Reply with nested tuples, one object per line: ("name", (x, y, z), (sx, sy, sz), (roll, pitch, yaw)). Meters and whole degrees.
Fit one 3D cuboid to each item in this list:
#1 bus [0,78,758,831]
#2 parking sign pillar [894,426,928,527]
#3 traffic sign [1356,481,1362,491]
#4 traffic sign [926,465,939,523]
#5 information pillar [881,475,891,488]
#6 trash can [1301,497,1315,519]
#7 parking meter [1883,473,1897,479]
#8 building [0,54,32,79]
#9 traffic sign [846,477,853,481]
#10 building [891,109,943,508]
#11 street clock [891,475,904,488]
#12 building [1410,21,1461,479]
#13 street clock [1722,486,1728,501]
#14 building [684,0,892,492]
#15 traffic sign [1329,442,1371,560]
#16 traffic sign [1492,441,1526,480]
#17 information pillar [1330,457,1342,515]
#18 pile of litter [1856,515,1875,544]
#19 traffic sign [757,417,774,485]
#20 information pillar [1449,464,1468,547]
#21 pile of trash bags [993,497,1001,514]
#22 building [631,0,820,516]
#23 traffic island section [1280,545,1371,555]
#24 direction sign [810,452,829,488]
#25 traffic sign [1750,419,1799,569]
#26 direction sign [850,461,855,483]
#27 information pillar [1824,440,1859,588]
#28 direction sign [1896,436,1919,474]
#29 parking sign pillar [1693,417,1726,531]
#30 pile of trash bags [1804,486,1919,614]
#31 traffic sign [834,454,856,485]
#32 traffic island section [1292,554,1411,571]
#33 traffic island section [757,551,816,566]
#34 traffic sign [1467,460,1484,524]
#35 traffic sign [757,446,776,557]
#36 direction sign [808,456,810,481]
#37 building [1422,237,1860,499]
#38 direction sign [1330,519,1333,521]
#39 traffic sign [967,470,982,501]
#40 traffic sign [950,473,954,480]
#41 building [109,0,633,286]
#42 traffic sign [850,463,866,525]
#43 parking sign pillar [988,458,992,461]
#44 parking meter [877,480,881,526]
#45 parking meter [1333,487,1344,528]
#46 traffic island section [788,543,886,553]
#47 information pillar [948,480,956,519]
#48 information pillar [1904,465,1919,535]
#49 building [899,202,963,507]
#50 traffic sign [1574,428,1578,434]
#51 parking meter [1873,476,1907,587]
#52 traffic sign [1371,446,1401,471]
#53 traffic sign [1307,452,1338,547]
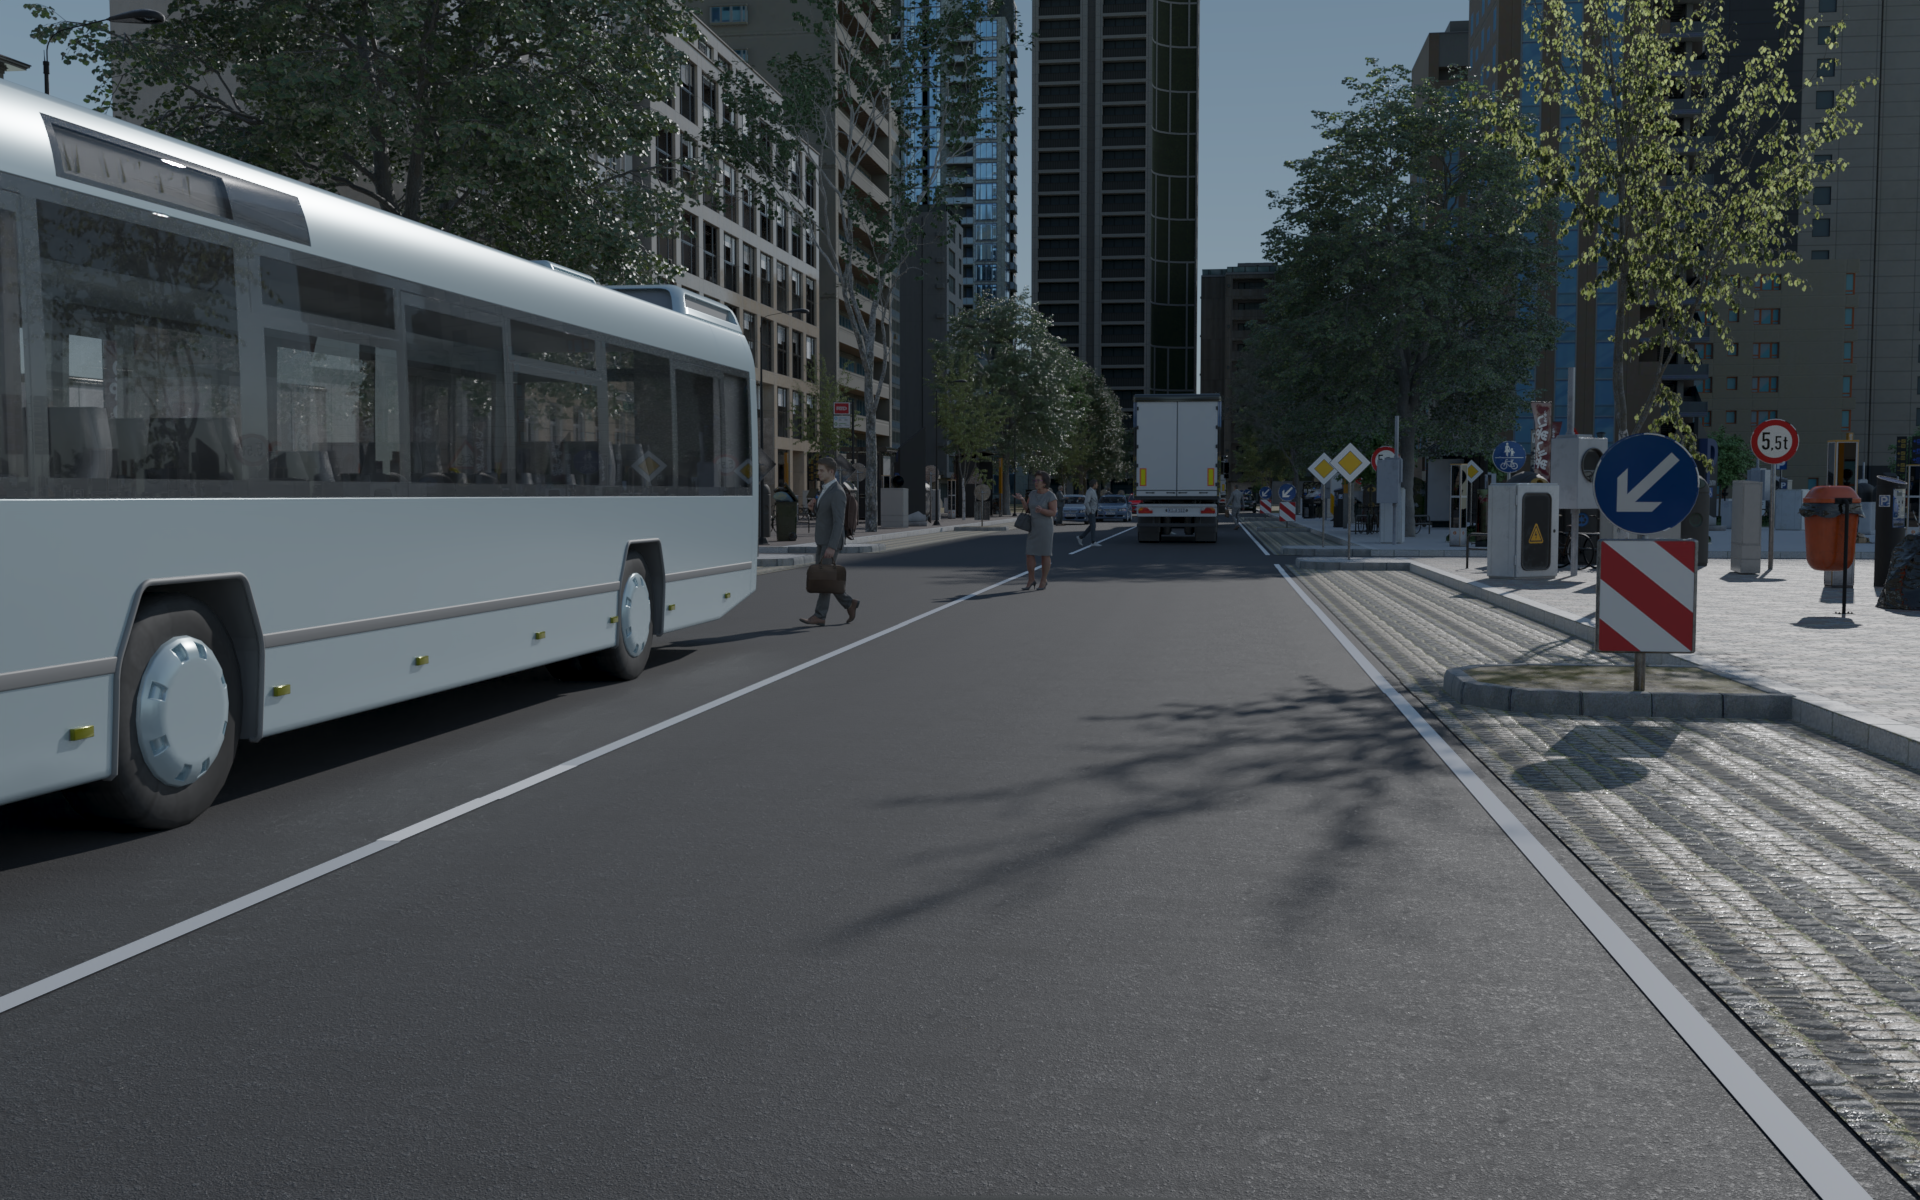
("bus", (-4.130, -0.944, 10.300), (2.948, 3.499, 13.247), (0, 4, 8))
("parking sign pillar", (-1.992, -4.916, 68.849), (1.447, 3.967, 1.447), (-3, 5, -40))
("traffic sign", (21.407, -5.645, 92.400), (0.768, 2.556, 0.104), (1, 4, 15))
("traffic sign", (-1.295, -4.653, 76.185), (0.768, 2.556, 0.104), (1, 4, 13))
("information pillar", (-2.877, -3.843, 67.329), (0.304, 2.012, 0.304), (-1, 4, -14))
("trash can", (18.121, -4.803, 90.187), (0.748, 1.137, 0.748), (0, 3, 0))
("parking meter", (25.143, -2.517, 46.869), (0.255, 1.863, 0.399), (1, 4, 12))
("building", (-58.175, -14.685, 73.382), (30.059, 22.955, 16.112), (1, 4, 8))
("traffic sign", (-4.758, -4.375, 71.542), (0.884, 2.594, 0.081), (1, 4, 9))
("building", (-18.554, -28.366, 155.668), (32.217, 40.220, 23.993), (1, 4, 8))
("street clock", (-2.407, -3.815, 66.947), (0.471, 2.002, 0.358), (-1, 4, -14))
("building", (50.647, -31.508, 165.259), (14.600, 45.320, 14.200), (1, 4, 8))
("street clock", (37.721, -4.945, 85.414), (0.358, 2.002, 0.471), (2, 4, 29))
("building", (-17.643, -31.079, 131.848), (21.300, 48.544, 21.600), (1, 4, 8))
("traffic sign", (7.574, -1.837, 33.683), (0.795, 2.450, 0.064), (1, 4, 8))
("traffic sign", (13.115, -2.527, 41.425), (0.768, 2.556, 0.104), (1, 4, 12))
("information pillar", (14.673, -4.655, 67.458), (0.504, 3.616, 0.183), (-1, 4, -19))
("pile of litter", (23.270, -1.923, 45.404), (1.176, 0.858, 1.719), (-2, 4, -24))
("traffic sign", (-6.039, -3.208, 46.321), (2.265, 3.308, 0.079), (1, 4, 17))
("information pillar", (12.142, -2.305, 42.180), (0.304, 2.012, 0.304), (-3, 5, -42))
("pile of trash bags", (1.702, -6.081, 109.172), (1.912, 1.369, 3.447), (1, 4, 15))
("building", (-21.107, -17.897, 97.135), (19.350, 26.468, 34.151), (1, 4, 8))
("traffic island section", (8.753, -1.185, 41.658), (2.009, 0.180, 2.903), (1, 4, 8))
("direction sign", (-7.476, -6.196, 93.309), (0.876, 3.537, 0.379), (-1, 4, -23))
("traffic sign", (13.804, -1.793, 29.424), (0.768, 2.556, 0.104), (1, 4, 11))
("direction sign", (-7.484, -7.667, 117.357), (0.876, 3.537, 0.379), (2, 4, 35))
("information pillar", (12.046, -1.174, 23.681), (0.304, 2.012, 0.304), (0, 4, 7))
("direction sign", (37.153, -4.640, 67.868), (0.876, 3.537, 0.379), (1, 4, 22))
("parking sign pillar", (26.161, -4.424, 60.797), (1.447, 3.967, 1.447), (3, 5, 42))
("pile of trash bags", (10.827, -0.561, 18.921), (3.447, 1.369, 1.912), (0, 4, -8))
("traffic sign", (-2.989, -2.426, 43.311), (0.795, 2.450, 0.064), (1, 4, 8))
("traffic island section", (7.599, -0.702, 33.757), (2.009, 0.180, 2.903), (1, 4, 8))
("traffic island section", (-4.168, -0.807, 35.474), (2.009, 0.180, 2.903), (1, 4, 8))
("traffic sign", (17.179, -3.489, 58.224), (0.795, 2.450, 0.064), (1, 4, 17))
("traffic sign", (-4.143, -1.943, 35.409), (0.795, 2.450, 0.064), (1, 4, 8))
("direction sign", (-8.619, -6.802, 103.208), (0.876, 3.537, 0.379), (1, 4, 21))
("building", (54.393, -18.267, 143.704), (27.650, 21.520, 28.899), (1, 4, 8))
("direction sign", (17.742, -5.506, 82.024), (0.876, 3.537, 0.379), (0, 4, -5))
("traffic sign", (0.797, -5.502, 89.964), (0.884, 2.594, 0.081), (1, 4, 16))
("traffic sign", (-0.190, -6.100, 99.847), (0.768, 2.556, 0.104), (1, 4, 12))
("building", (-22.253, -17.356, 69.679), (13.634, 28.700, 20.117), (1, 4, 8))
("traffic sign", (-4.185, -4.317, 70.685), (0.768, 2.556, 0.104), (1, 4, 9))
("parking sign pillar", (1.733, -7.604, 112.799), (1.447, 3.967, 1.447), (1, 4, 12))
("parking meter", (-3.296, -3.939, 70.110), (0.255, 1.863, 0.399), (-1, 4, -23))
("parking meter", (14.516, -3.548, 66.418), (0.372, 1.533, 0.369), (0, 3, 0))
("traffic island section", (-3.013, -1.290, 43.376), (2.009, 0.180, 2.903), (1, 4, 8))
("information pillar", (-0.429, -5.193, 89.400), (0.304, 2.012, 0.304), (-3, 5, -42))
("information pillar", (23.805, -2.372, 43.273), (0.304, 2.012, 0.304), (1, 4, 16))
("building", (-7.090, -24.681, 175.230), (14.107, 30.474, 14.160), (1, 4, 8))
("traffic sign", (12.027, -2.080, 34.009), (0.884, 2.594, 0.081), (1, 4, 15))
("parking meter", (12.881, -0.952, 23.977), (0.372, 1.533, 0.369), (0, 3, 0))
("traffic sign", (11.307, -2.808, 46.022), (0.768, 2.556, 0.104), (1, 4, 18))
("traffic sign", (8.729, -2.321, 41.584), (0.795, 2.450, 0.064), (1, 4, 8))
